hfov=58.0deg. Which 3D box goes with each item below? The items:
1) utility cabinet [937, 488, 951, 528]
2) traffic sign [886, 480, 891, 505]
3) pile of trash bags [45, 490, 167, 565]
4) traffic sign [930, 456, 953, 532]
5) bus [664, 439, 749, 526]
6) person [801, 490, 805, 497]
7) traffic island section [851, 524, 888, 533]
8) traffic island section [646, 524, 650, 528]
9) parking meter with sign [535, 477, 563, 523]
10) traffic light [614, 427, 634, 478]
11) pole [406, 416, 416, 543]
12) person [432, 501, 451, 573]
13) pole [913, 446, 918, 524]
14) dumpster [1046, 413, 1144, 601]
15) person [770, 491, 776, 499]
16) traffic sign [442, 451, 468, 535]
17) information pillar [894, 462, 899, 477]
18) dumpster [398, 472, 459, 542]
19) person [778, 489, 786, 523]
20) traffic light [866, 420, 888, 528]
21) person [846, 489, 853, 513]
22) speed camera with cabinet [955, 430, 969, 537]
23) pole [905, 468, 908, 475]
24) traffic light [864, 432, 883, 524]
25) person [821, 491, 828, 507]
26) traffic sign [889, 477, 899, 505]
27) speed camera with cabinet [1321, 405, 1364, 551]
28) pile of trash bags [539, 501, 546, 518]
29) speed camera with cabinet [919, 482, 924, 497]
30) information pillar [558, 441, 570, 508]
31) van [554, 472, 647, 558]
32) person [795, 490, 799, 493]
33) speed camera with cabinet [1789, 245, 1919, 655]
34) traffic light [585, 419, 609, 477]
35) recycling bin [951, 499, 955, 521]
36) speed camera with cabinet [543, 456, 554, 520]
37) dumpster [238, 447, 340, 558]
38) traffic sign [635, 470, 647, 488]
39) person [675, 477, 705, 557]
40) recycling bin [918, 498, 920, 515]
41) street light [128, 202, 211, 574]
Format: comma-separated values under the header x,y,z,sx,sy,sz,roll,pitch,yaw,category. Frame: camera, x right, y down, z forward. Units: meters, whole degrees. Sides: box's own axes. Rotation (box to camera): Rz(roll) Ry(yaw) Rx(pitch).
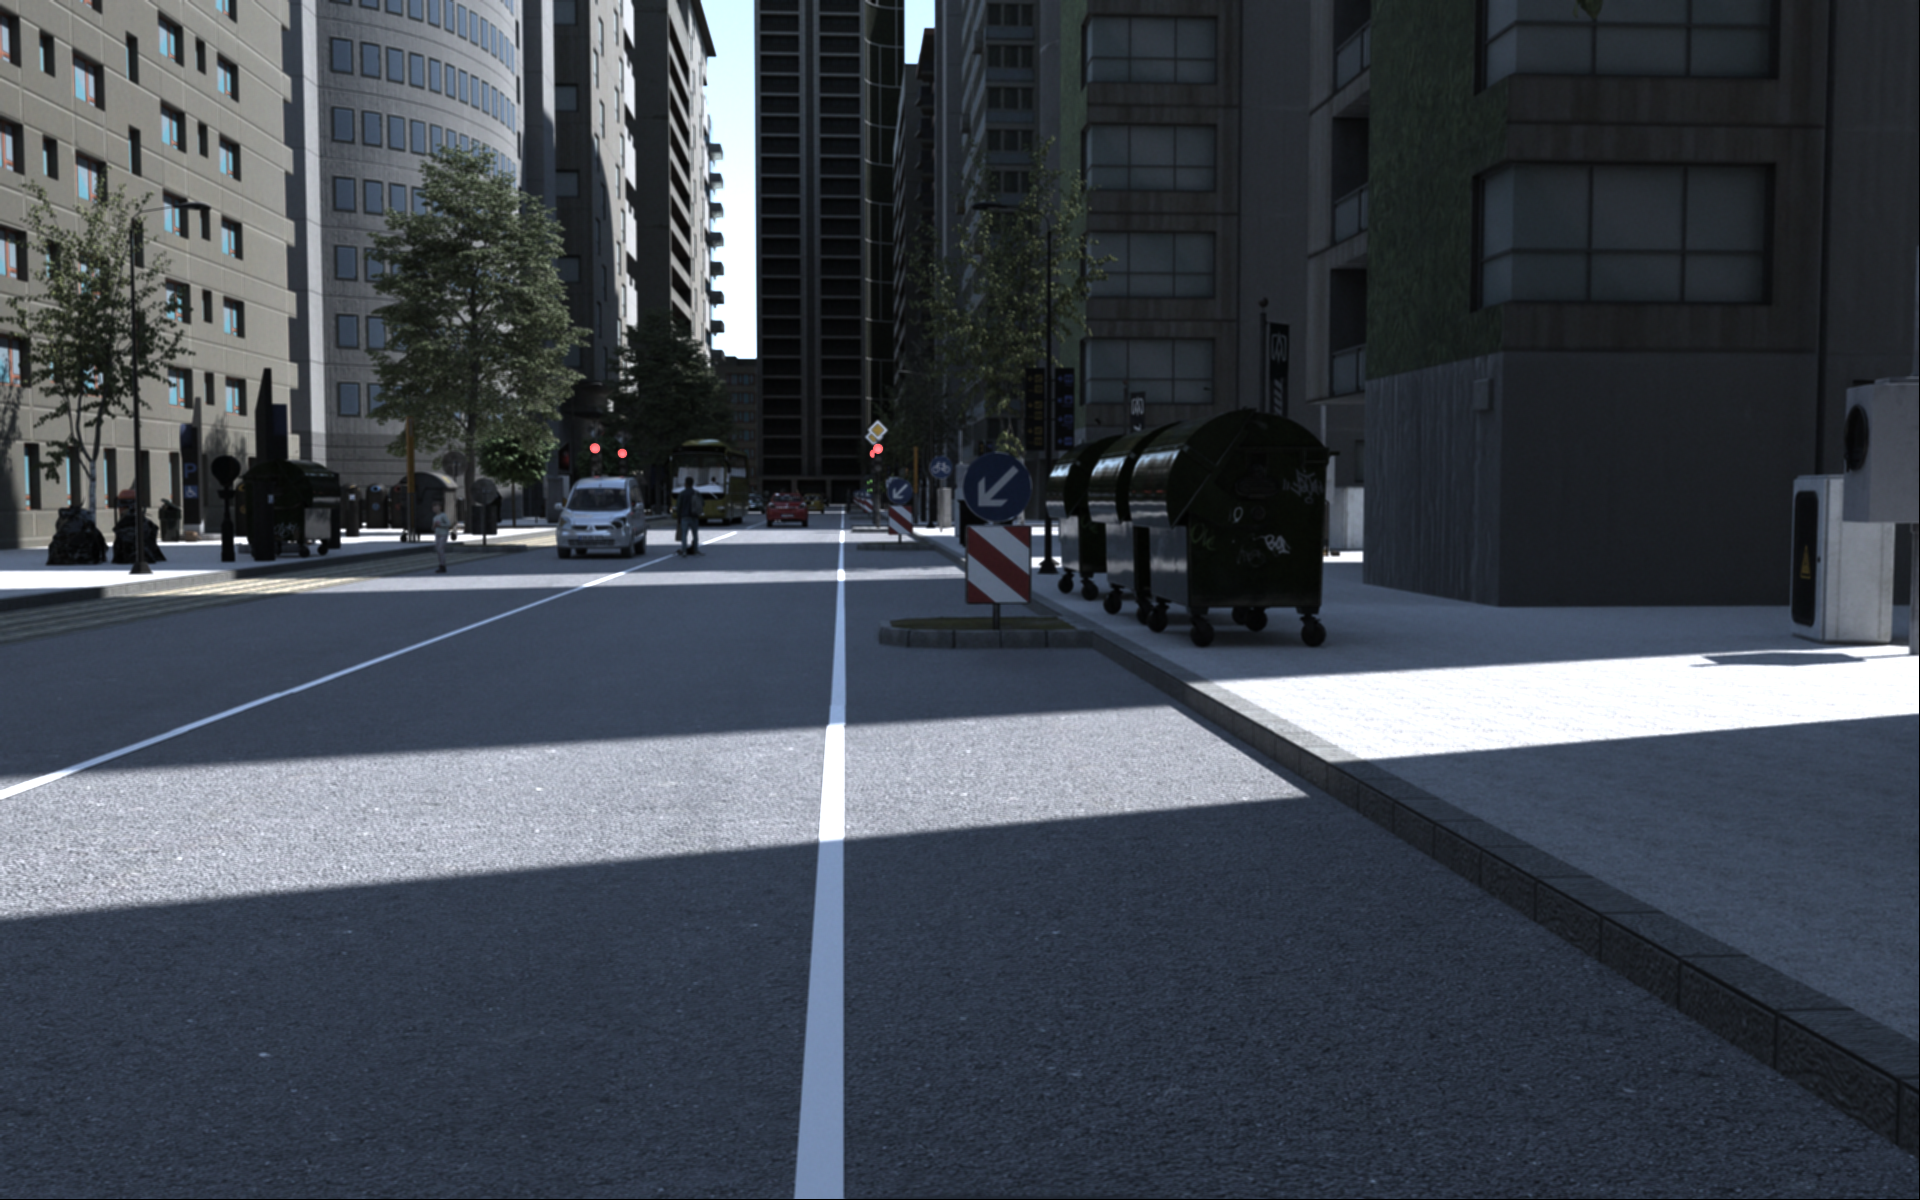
x,y,z,sx,sy,sz,roll,pitch,yaw,category
-0.606,-3.465,65.330,0.318,1.500,1.173,-1,4,-13,utility cabinet
-4.842,-7.221,120.187,0.606,2.300,0.079,0,4,5,traffic sign
-16.079,-1.416,32.907,1.912,1.369,3.447,-1,4,-15,pile of trash bags
-0.628,-3.528,57.784,0.768,2.556,0.104,0,4,4,traffic sign
-11.699,-5.505,81.549,2.896,3.916,12.252,0,4,-2,bus
-15.469,-9.862,169.762,1.348,1.822,0.705,1,4,23,person
-3.075,-2.642,65.485,2.009,0.180,2.903,0,4,-4,traffic island section
-14.130,-3.087,72.751,2.009,0.180,2.903,0,4,-4,traffic island section
-17.797,-4.885,76.136,1.738,3.016,0.543,-1,4,-20,parking meter with sign
-14.089,-5.119,72.619,0.839,4.253,0.868,0,4,-4,traffic light
-14.424,-3.159,45.490,0.158,3.312,0.155,0,3,0,pole
-9.492,-1.153,31.624,0.425,1.301,0.394,1,4,17,person
-1.902,-4.919,74.276,0.158,3.312,0.155,0,3,0,pole
1.920,-1.167,21.579,1.502,2.255,1.985,0,4,-4,dumpster
-18.185,-9.782,169.220,0.721,1.735,1.217,2,4,27,person
-14.883,-3.115,51.030,0.768,2.556,0.104,0,4,2,traffic sign
-4.834,-8.436,129.282,0.183,3.616,0.504,0,4,7,information pillar
-14.347,-2.505,46.722,1.264,1.857,1.865,0,4,-4,dumpster
-8.587,-4.582,84.422,0.512,1.701,0.522,-3,5,-41,person
-3.116,-4.676,65.368,0.839,4.253,0.868,0,4,-4,traffic light
-8.294,-7.436,130.247,0.590,1.801,0.661,-1,4,-11,person
0.166,-3.591,53.055,0.660,3.252,2.038,0,4,2,speed camera with cabinet
-4.193,-8.731,136.590,0.158,3.312,0.155,0,3,0,pole
-3.652,-5.163,73.335,0.839,4.253,0.868,0,4,-4,traffic light
-15.006,-11.095,189.910,1.348,1.823,0.705,3,5,40,person
-3.950,-6.210,103.659,0.606,2.300,0.079,0,4,2,traffic sign
8.512,-2.751,39.317,2.038,3.252,0.660,-3,5,-40,speed camera with cabinet
-21.525,-5.044,92.229,1.912,1.369,3.447,0,4,0,pile of trash bags
-3.092,-7.743,120.926,0.660,3.252,2.038,1,4,17,speed camera with cabinet
-17.564,-5.231,76.875,0.504,3.616,0.183,-2,4,-26,information pillar
-8.250,-2.018,40.005,2.013,2.044,4.112,0,4,-4,van
-13.019,-7.844,137.346,0.643,1.750,0.593,1,4,20,person
7.606,-1.238,14.576,0.660,3.252,2.038,1,4,10,speed camera with cabinet
-13.553,-4.632,64.652,0.839,4.253,0.868,0,4,-4,traffic light
-0.056,-4.311,83.037,0.722,1.027,0.722,1,4,18,recycling bin
-20.027,-5.598,85.863,0.660,3.252,2.038,-2,4,-35,speed camera with cabinet
-13.720,-2.016,35.452,1.502,2.255,1.985,0,4,-4,dumpster
-17.496,-5.785,94.590,0.884,2.594,0.081,0,4,3,traffic sign
-6.192,-1.889,39.365,0.794,1.824,0.713,0,4,6,person
-2.891,-5.810,107.550,0.722,1.027,0.722,-3,4,-38,recycling bin
-12.610,-3.371,27.658,1.470,5.913,1.316,0,4,-4,street light
